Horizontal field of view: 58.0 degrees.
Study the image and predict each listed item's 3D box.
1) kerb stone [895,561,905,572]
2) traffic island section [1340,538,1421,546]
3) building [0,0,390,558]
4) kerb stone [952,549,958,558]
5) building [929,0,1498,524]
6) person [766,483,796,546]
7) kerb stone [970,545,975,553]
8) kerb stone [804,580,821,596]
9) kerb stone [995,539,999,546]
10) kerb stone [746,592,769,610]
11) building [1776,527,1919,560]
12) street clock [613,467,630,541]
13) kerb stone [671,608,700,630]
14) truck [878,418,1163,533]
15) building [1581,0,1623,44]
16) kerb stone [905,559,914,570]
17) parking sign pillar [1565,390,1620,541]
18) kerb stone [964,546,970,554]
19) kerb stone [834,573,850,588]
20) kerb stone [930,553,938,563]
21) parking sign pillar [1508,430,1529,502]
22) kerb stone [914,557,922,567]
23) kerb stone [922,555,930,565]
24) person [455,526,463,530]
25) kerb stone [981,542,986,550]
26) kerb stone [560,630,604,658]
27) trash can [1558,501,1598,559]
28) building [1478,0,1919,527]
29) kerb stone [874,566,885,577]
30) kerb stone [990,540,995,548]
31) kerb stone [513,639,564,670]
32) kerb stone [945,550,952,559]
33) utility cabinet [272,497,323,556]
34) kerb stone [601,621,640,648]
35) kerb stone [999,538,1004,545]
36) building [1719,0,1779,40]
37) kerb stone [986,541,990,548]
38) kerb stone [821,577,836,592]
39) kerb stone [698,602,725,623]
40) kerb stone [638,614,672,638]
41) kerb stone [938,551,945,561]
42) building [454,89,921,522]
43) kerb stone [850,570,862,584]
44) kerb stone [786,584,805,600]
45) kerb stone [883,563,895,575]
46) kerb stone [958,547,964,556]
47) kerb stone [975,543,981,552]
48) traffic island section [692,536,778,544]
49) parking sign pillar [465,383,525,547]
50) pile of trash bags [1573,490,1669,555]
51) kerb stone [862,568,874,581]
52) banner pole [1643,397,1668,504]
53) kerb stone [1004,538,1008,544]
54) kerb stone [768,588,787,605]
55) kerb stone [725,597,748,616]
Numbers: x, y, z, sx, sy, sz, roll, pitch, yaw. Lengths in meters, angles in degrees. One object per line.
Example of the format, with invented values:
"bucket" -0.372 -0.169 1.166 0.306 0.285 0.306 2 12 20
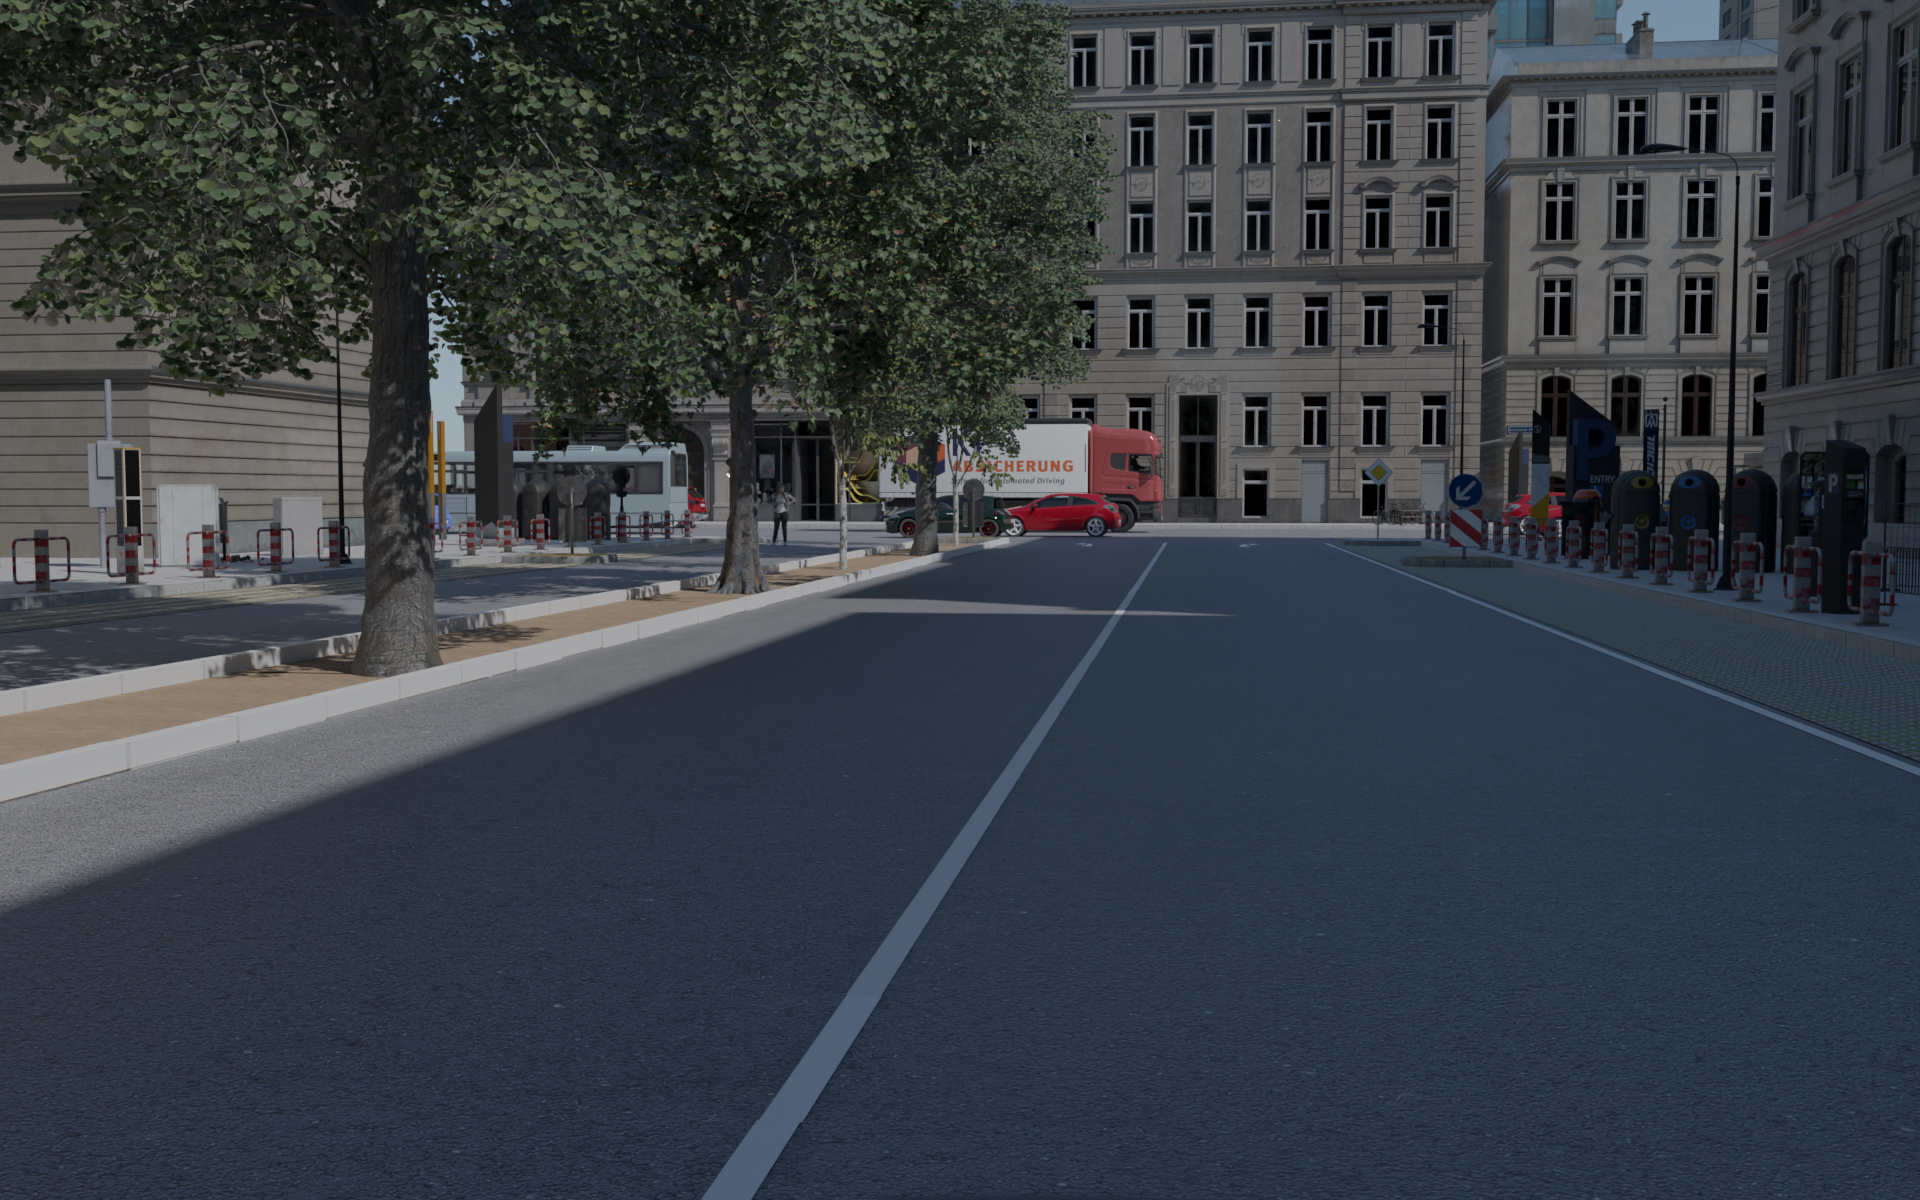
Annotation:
"kerb stone" -1.206 -0.595 31.931 0.120 0.150 1.000 0 4 8
"traffic island section" 11.789 -1.621 48.791 2.009 0.180 2.903 0 4 8
"building" -31.887 -13.679 42.742 34.723 24.649 14.460 0 4 8
"kerb stone" -0.234 -1.031 39.058 0.120 0.150 1.000 0 4 8
"building" 11.245 -17.369 81.250 25.104 27.353 12.463 0 4 8
"person" -4.979 -2.381 48.159 0.841 1.734 0.376 0 4 0
"kerb stone" 0.189 -1.219 42.118 0.120 0.150 1.000 0 4 8
"kerb stone" -2.196 -0.156 24.793 0.120 0.150 1.000 0 4 8
"kerb stone" 0.885 -1.529 47.200 0.120 0.150 1.000 0 4 8
"kerb stone" -2.610 0.029 21.726 0.120 0.150 1.000 0 4 8
"building" 22.851 -12.613 25.302 14.460 24.649 34.723 0 4 8
"street clock" -9.176 -2.594 46.981 0.358 2.002 0.471 2 4 28
"kerb stone" -3.032 0.216 18.669 0.120 0.150 1.000 0 4 8
"truck" 2.645 -4.673 65.315 11.283 4.237 2.839 1 4 8
"building" 44.726 -32.697 154.211 23.786 49.044 30.456 0 4 8
"kerb stone" -1.060 -0.658 32.955 0.120 0.150 1.000 0 4 8
"parking sign pillar" 16.427 -3.455 44.957 1.447 3.967 1.447 -1 4 -9
"kerb stone" 0.048 -1.156 41.102 0.120 0.150 1.000 0 4 8
"kerb stone" -1.910 -0.284 26.833 0.120 0.150 1.000 0 4 8
"kerb stone" -0.649 -0.844 36.008 0.120 0.150 1.000 0 4 8
"parking sign pillar" 23.854 -5.232 74.016 1.447 3.967 1.447 0 4 -2
"kerb stone" -0.926 -0.718 33.974 0.120 0.150 1.000 0 4 8
"kerb stone" -0.785 -0.782 34.988 0.120 0.150 1.000 0 4 8
"person" -19.822 -3.657 68.550 0.793 1.790 0.793 0 4 -7
"kerb stone" 0.471 -1.337 44.149 0.120 0.150 1.000 0 4 8
"kerb stone" -3.459 0.404 15.594 0.120 0.150 1.000 0 4 8
"trash can" 12.216 -1.383 34.261 0.748 1.137 0.748 0 3 0
"building" 41.657 -15.911 79.230 34.723 24.649 14.460 0 4 8
"kerb stone" -1.492 -0.463 29.888 0.120 0.150 1.000 0 4 8
"kerb stone" 0.758 -1.467 46.183 0.120 0.150 1.000 0 4 8
"kerb stone" -3.590 0.466 14.575 0.120 0.150 1.000 0 4 8
"kerb stone" -0.364 -0.969 38.042 0.120 0.150 1.000 0 4 8
"utility cabinet" -13.801 -1.526 36.113 0.306 1.237 1.020 2 4 32
"kerb stone" -3.310 0.342 16.610 0.120 0.150 1.000 0 4 8
"kerb stone" 1.029 -1.591 48.220 0.120 0.150 1.000 0 4 8
"building" 90.905 -45.530 182.668 20.611 71.187 20.563 0 4 8
"kerb stone" 0.603 -1.400 45.165 0.120 0.150 1.000 0 4 8
"kerb stone" -2.048 -0.221 25.806 0.120 0.150 1.000 0 4 8
"kerb stone" -2.890 0.153 19.692 0.120 0.150 1.000 0 4 8
"kerb stone" -3.165 0.278 17.647 0.120 0.150 1.000 0 4 8
"kerb stone" -0.509 -0.907 37.026 0.120 0.150 1.000 0 4 8
"building" -21.638 -14.364 85.753 40.483 20.767 10.553 0 4 8
"kerb stone" -1.774 -0.346 27.848 0.120 0.150 1.000 0 4 8
"kerb stone" -2.334 -0.096 23.764 0.120 0.150 1.000 0 4 8
"kerb stone" -1.350 -0.533 30.916 0.120 0.150 1.000 0 4 8
"kerb stone" -0.087 -1.091 40.073 0.120 0.150 1.000 0 4 8
"kerb stone" 0.328 -1.281 43.134 0.120 0.150 1.000 0 4 8
"traffic island section" -6.580 -1.776 51.312 2.009 0.180 2.903 0 4 8
"parking sign pillar" -11.536 -3.326 42.850 1.447 3.967 1.447 -3 5 -41
"pile of trash bags" 13.856 -1.614 36.149 3.447 1.369 1.912 -3 5 -40
"kerb stone" -1.632 -0.408 28.863 0.120 0.150 1.000 0 4 8
"banner pole" 17.988 -3.349 44.777 0.401 3.779 0.863 -2 4 -32
"kerb stone" 1.170 -1.655 49.251 0.120 0.150 1.000 0 4 8
"kerb stone" -2.475 -0.033 22.742 0.120 0.150 1.000 0 4 8
"kerb stone" -2.755 0.095 20.712 0.120 0.150 1.000 0 4 8
